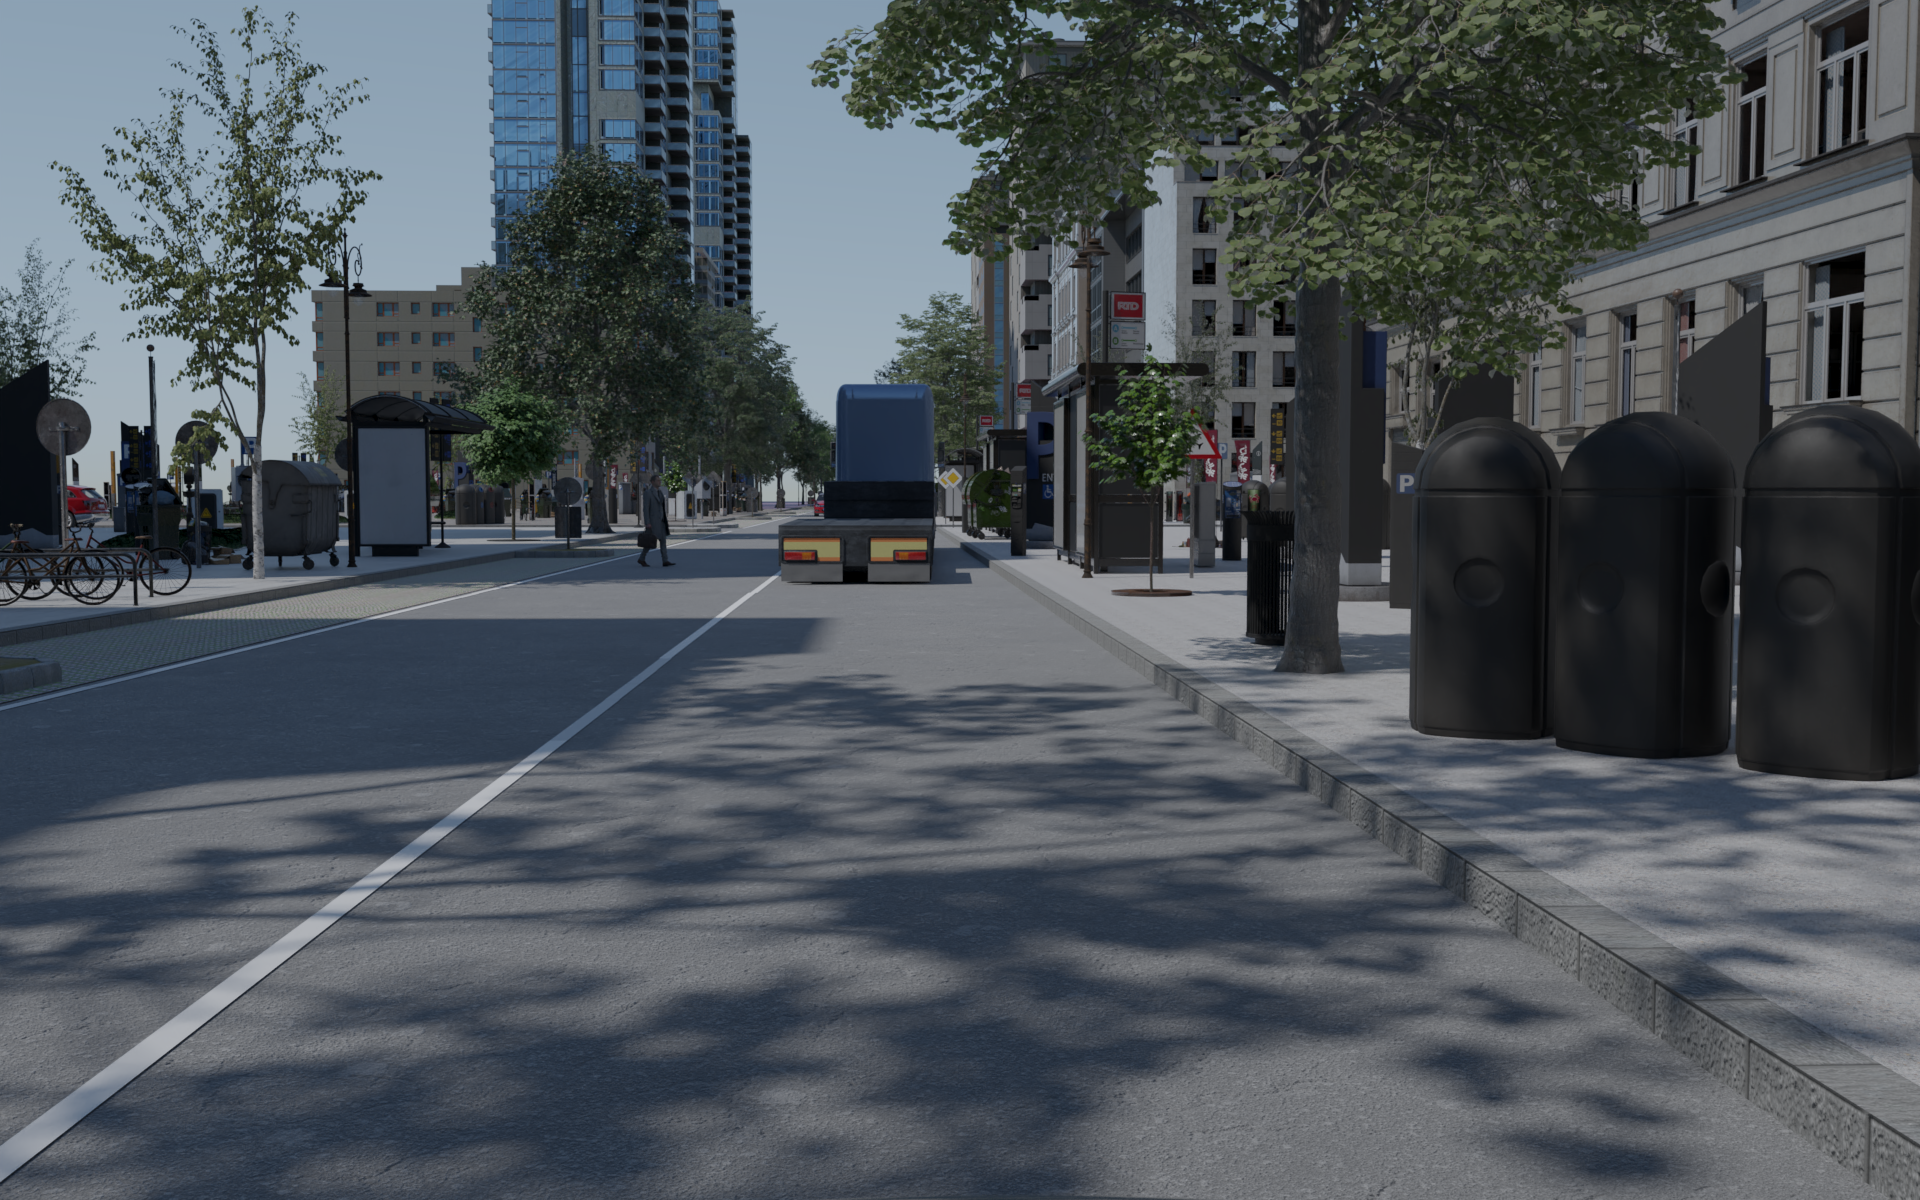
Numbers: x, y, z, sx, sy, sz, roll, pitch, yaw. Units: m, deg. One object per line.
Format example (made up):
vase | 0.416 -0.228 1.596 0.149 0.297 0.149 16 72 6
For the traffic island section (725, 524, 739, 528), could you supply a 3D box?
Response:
traffic island section | -10.471 -3.132 73.482 2.009 0.180 2.903 0 4 -3

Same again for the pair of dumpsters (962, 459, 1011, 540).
pair of dumpsters | 0.922 -2.930 50.401 1.574 2.255 4.437 0 4 -2

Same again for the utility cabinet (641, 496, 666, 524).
utility cabinet | -12.940 -3.793 73.185 1.020 1.237 0.306 0 4 -4

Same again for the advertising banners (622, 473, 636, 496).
advertising banners | -26.518 -8.845 140.809 2.074 3.025 0.090 1 4 17

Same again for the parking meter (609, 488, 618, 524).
parking meter | -14.987 -4.062 74.826 0.372 1.533 0.369 0 3 0

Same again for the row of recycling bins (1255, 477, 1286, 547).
row of recycling bins | 8.759 -2.085 41.195 1.069 1.692 3.534 -3 4 -37

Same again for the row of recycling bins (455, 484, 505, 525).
row of recycling bins | -20.460 -4.073 73.700 1.069 1.692 3.534 1 4 11

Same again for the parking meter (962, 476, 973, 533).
parking meter | 0.274 -3.143 57.105 0.399 1.863 0.255 -1 4 -12

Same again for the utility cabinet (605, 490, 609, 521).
utility cabinet | -16.672 -4.462 81.633 0.318 1.500 1.173 0 4 -8

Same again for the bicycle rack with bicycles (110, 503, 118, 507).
bicycle rack with bicycles | -63.149 -7.037 128.444 2.852 0.926 2.925 2 4 33

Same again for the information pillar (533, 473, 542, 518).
information pillar | -23.053 -6.306 94.452 0.504 3.616 0.183 -2 4 -31

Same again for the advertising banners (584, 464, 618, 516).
advertising banners | -21.224 -6.496 102.392 2.074 3.025 0.090 0 4 2

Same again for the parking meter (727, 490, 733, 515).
parking meter | -14.440 -6.027 106.954 0.372 1.533 0.369 0 3 0

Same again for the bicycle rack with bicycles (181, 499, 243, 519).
bicycle rack with bicycles | -36.567 -4.365 84.757 2.925 0.926 2.852 3 4 39

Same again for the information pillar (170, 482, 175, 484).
information pillar | -49.794 -6.428 109.593 0.304 2.012 0.304 -1 4 -16

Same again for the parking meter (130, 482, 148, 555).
parking meter | -17.125 -1.709 36.349 0.372 1.533 0.369 0 3 0

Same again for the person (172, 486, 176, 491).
person | -30.512 -3.545 67.136 0.731 1.740 0.598 0 4 8

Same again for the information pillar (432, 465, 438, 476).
information pillar | -42.578 -9.122 140.500 0.504 3.616 0.183 -2 4 -33

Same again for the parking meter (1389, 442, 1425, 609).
parking meter | 5.033 -0.835 19.368 0.399 1.863 0.255 2 4 30

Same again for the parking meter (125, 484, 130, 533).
parking meter | -20.792 -2.152 43.593 0.372 1.533 0.369 0 3 0

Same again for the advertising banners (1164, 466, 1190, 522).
advertising banners | 10.186 -5.151 80.404 2.074 3.025 0.090 -3 5 -44

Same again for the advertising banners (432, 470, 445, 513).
advertising banners | -37.924 -8.029 127.462 2.074 3.025 0.090 1 4 17

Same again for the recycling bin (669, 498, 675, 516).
recycling bin | -16.970 -5.580 103.783 0.722 1.027 0.722 3 5 42

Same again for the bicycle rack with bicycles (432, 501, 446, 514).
bicycle rack with bicycles | -36.346 -6.481 119.341 2.925 0.926 2.852 -1 4 -9

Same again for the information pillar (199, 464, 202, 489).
information pillar | -48.374 -7.270 110.221 0.183 3.616 0.504 0 4 7

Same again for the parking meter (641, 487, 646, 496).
parking meter | -25.582 -8.217 140.053 0.255 1.863 0.399 -3 5 -43

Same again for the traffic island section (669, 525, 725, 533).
traffic island section | -10.120 -2.644 65.505 2.009 0.180 2.903 0 4 -3

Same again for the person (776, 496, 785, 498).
person | -23.488 -13.298 226.653 1.217 1.736 0.721 0 4 -6

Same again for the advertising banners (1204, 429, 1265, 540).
advertising banners | 7.293 -3.066 46.318 0.090 3.025 2.074 -3 5 -44

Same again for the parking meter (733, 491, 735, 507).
parking meter | -19.461 -8.552 148.237 0.372 1.533 0.369 0 3 0

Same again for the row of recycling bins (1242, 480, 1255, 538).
row of recycling bins | 9.874 -2.699 51.249 3.534 1.692 1.069 -1 4 -23

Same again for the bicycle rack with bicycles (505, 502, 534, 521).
bicycle rack with bicycles | -21.447 -4.277 83.316 2.852 0.926 2.925 0 4 -4

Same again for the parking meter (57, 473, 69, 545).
parking meter | -22.755 -2.326 43.738 0.399 1.863 0.255 -2 4 -30

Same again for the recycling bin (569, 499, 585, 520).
recycling bin | -19.128 -4.499 86.114 0.722 1.027 0.722 -3 4 -37

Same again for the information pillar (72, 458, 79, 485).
information pillar | -56.923 -7.348 111.493 0.183 3.616 0.504 1 4 19

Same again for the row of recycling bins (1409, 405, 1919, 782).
row of recycling bins | 3.825 -0.081 8.436 3.534 1.692 1.069 3 5 43

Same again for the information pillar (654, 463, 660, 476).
information pillar | -22.871 -8.524 130.726 0.504 3.616 0.183 2 4 32

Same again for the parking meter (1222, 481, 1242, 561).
parking meter | 5.247 -1.528 33.397 0.372 1.533 0.369 0 3 0

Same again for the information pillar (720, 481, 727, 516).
information pillar | -13.621 -5.820 99.645 0.304 2.012 0.304 -3 5 -45

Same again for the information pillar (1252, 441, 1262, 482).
information pillar | 13.105 -5.198 76.343 0.504 3.616 0.183 3 5 44

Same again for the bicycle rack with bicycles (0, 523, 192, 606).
bicycle rack with bicycles | -10.774 -0.432 20.451 2.925 0.926 2.852 -1 4 -18

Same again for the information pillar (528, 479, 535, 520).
information pillar | -21.148 -4.958 85.549 0.304 2.012 0.304 -1 4 -16

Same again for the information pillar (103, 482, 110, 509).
information pillar | -51.377 -6.104 104.294 0.304 2.012 0.304 -1 4 -20

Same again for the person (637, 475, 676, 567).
person | -5.991 -1.563 34.160 0.767 1.812 0.694 2 4 27

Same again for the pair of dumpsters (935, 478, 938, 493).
pair of dumpsters | -1.312 -6.298 105.471 1.574 2.255 4.437 0 4 -3

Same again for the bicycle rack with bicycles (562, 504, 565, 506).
bicycle rack with bicycles | -25.529 -5.932 110.366 2.852 0.926 2.925 3 4 36

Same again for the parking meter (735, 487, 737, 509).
parking meter | -18.750 -8.538 145.308 0.255 1.863 0.399 0 4 4

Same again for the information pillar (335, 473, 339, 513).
information pillar | -21.562 -3.363 59.482 0.304 2.012 0.304 1 4 18

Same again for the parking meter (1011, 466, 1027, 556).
parking meter | 1.215 -1.848 35.933 0.255 1.863 0.399 1 4 17

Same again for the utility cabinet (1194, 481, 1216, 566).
utility cabinet | 4.307 -1.350 30.757 0.318 1.500 1.173 0 4 1
